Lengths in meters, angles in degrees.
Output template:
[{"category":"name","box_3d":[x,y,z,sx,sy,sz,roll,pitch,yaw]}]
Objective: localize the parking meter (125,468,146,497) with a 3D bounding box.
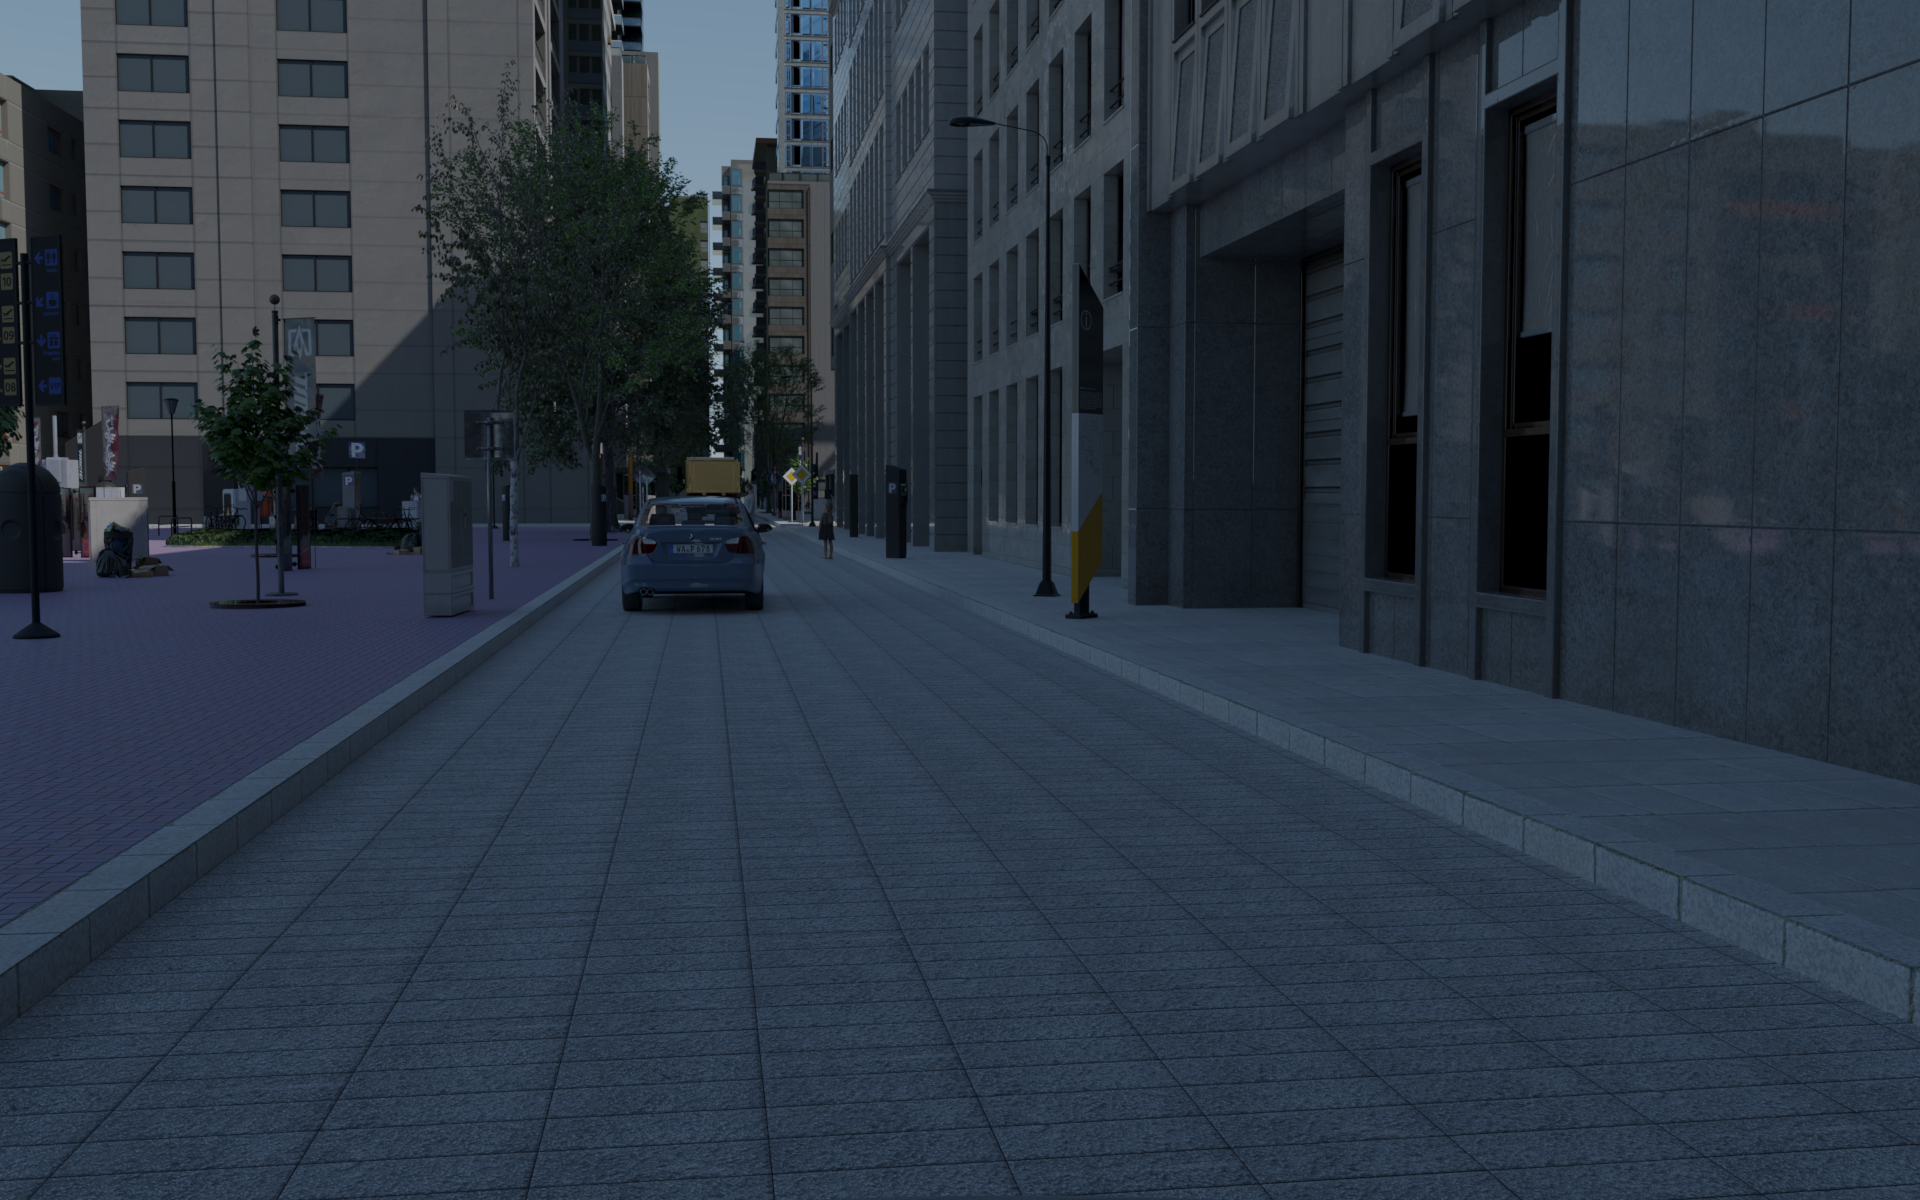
[{"category":"parking meter","box_3d":[-18.415,-2.017,38.690,0.399,1.863,0.255,-3,4,-36]}]

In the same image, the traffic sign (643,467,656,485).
[{"category":"traffic sign","box_3d":[-13.585,-4.459,75.088,0.795,2.593,0.064,-1,4,-8]}]

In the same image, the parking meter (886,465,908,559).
[{"category":"parking meter","box_3d":[-1.266,-1.765,34.567,0.399,1.863,0.255,2,4,34]}]

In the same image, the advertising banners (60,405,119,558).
[{"category":"advertising banners","box_3d":[-17.510,-2.356,34.711,2.074,3.025,0.090,2,4,27]}]

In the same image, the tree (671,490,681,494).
[{"category":"tree","box_3d":[-34.558,-13.270,211.565,1.663,3.219,1.824,0,3,0]}]

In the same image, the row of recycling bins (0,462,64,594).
[{"category":"row of recycling bins","box_3d":[-13.412,-0.990,23.301,3.534,1.692,1.069,2,4,29]}]

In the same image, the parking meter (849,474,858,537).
[{"category":"parking meter","box_3d":[-3.158,-2.800,51.495,0.255,1.863,0.399,0,4,-4]}]

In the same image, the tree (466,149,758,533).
[{"category":"tree","box_3d":[-11.786,-8.626,58.050,9.611,12.733,9.660,0,3,0]}]

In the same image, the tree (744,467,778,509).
[{"category":"tree","box_3d":[-13.745,-7.775,121.718,1.663,3.219,1.824,0,3,0]}]

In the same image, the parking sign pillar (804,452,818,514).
[{"category":"parking sign pillar","box_3d":[-9.306,-7.489,110.925,1.447,3.967,1.447,0,4,-3]}]

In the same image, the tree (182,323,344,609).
[{"category":"tree","box_3d":[-7.912,-1.541,19.791,1.663,3.219,1.824,0,3,0]}]

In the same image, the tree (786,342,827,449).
[{"category":"tree","box_3d":[-12.612,-11.562,114.788,9.928,11.665,9.643,0,3,0]}]

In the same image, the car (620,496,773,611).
[{"category":"car","box_3d":[-3.445,-0.647,22.585,2.014,1.417,4.499,0,4,-7]}]

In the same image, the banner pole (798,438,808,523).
[{"category":"banner pole","box_3d":[-7.017,-5.294,76.575,0.401,3.779,0.863,1,4,11]}]

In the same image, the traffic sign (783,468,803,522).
[{"category":"traffic sign","box_3d":[-7.355,-4.513,75.985,0.795,2.593,0.064,-1,4,-8]}]

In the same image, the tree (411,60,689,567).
[{"category":"tree","box_3d":[-7.711,-4.905,30.558,4.360,8.622,3.978,0,3,0]}]

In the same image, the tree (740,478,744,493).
[{"category":"tree","box_3d":[-21.453,-11.005,174.538,1.663,3.219,1.824,0,3,0]}]

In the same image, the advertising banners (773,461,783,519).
[{"category":"advertising banners","box_3d":[-9.458,-5.800,91.011,0.090,3.025,2.074,-2,4,-25]}]

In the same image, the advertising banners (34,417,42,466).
[{"category":"advertising banners","box_3d":[-20.481,-2.636,39.284,2.074,3.025,0.090,2,4,28]}]

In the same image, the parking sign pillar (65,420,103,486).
[{"category":"parking sign pillar","box_3d":[-31.138,-4.483,61.772,1.447,3.967,1.447,-1,4,-19]}]

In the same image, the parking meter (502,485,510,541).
[{"category":"parking meter","box_3d":[-12.345,-2.388,47.449,0.372,1.533,0.369,0,3,0]}]

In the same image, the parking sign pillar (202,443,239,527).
[{"category":"parking sign pillar","box_3d":[-27.170,-4.603,63.731,1.447,3.967,1.447,1,4,11]}]

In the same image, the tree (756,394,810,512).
[{"category":"tree","box_3d":[-13.305,-10.761,126.302,4.737,8.622,4.395,0,3,0]}]

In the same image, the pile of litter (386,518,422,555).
[{"category":"pile of litter","box_3d":[-11.335,-1.411,37.042,1.719,0.858,1.176,0,4,-2]}]

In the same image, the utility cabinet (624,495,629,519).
[{"category":"utility cabinet","box_3d":[-17.067,-4.754,88.888,0.306,1.237,1.020,-1,4,-8]}]

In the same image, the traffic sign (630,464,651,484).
[{"category":"traffic sign","box_3d":[-12.418,-3.975,67.189,0.795,2.593,0.064,-1,4,-8]}]

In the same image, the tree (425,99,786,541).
[{"category":"tree","box_3d":[-10.114,-7.424,47.142,9.928,11.665,9.643,0,3,0]}]

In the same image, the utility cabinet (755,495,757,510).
[{"category":"utility cabinet","box_3d":[-16.338,-7.717,137.341,0.306,1.237,1.020,0,4,3]}]

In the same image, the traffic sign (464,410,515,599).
[{"category":"traffic sign","box_3d":[-5.726,-1.160,21.101,0.606,2.300,0.079,0,4,-1]}]

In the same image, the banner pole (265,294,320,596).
[{"category":"banner pole","box_3d":[-8.380,-1.940,21.737,0.863,3.779,0.401,1,4,22]}]

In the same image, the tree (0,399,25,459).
[{"category":"tree","box_3d":[-17.330,-2.766,28.932,4.285,4.588,4.351,0,3,0]}]

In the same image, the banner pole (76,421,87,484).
[{"category":"banner pole","box_3d":[-30.026,-4.236,59.282,0.401,3.779,0.863,0,4,-6]}]

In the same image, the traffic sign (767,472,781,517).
[{"category":"traffic sign","box_3d":[-10.516,-5.988,98.003,0.768,2.556,0.104,0,4,-1]}]

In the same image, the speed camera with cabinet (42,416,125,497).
[{"category":"speed camera with cabinet","box_3d":[-22.157,-3.035,43.960,2.038,3.252,0.660,0,4,2]}]

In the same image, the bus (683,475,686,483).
[{"category":"bus","box_3d":[-21.358,-9.280,143.273,2.896,3.916,12.252,-1,4,-10]}]

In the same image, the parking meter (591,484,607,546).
[{"category":"parking meter","box_3d":[-8.930,-2.107,42.865,0.372,1.533,0.369,0,3,0]}]

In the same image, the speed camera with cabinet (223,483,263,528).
[{"category":"speed camera with cabinet","box_3d":[-23.762,-3.853,57.327,0.660,3.252,2.038,-3,5,-43]}]

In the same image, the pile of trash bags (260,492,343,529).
[{"category":"pile of trash bags","box_3d":[-23.092,-3.129,60.912,3.447,1.369,1.912,0,4,1]}]

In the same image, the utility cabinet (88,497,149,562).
[{"category":"utility cabinet","box_3d":[-16.095,-1.344,33.133,1.020,1.237,0.306,-2,4,-30]}]

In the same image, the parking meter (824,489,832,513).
[{"category":"parking meter","box_3d":[-6.808,-4.956,89.433,0.372,1.533,0.369,0,3,0]}]

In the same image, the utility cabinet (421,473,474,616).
[{"category":"utility cabinet","box_3d":[-5.451,-0.601,18.500,0.318,1.500,1.173,0,4,-5]}]

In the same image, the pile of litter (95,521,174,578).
[{"category":"pile of litter","box_3d":[-12.944,-0.811,27.217,1.176,0.858,1.719,0,4,1]}]

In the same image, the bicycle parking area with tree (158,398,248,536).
[{"category":"bicycle parking area with tree","box_3d":[-26.158,-3.963,51.800,8.231,4.147,9.016,0,4,7]}]

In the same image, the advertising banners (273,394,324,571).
[{"category":"advertising banners","box_3d":[-11.225,-2.039,29.523,0.090,3.025,2.074,0,4,2]}]

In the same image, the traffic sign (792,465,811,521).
[{"category":"traffic sign","box_3d":[-6.188,-4.030,68.085,0.795,2.593,0.064,-1,4,-8]}]

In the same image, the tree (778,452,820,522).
[{"category":"tree","box_3d":[-7.221,-5.152,78.829,1.663,3.219,1.824,0,3,0]}]

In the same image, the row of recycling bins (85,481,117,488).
[{"category":"row of recycling bins","box_3d":[-29.250,-3.039,56.803,3.534,1.692,1.069,1,4,8]}]

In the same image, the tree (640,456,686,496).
[{"category":"tree","box_3d":[-25.384,-9.825,144.359,4.285,4.588,4.351,0,3,0]}]
